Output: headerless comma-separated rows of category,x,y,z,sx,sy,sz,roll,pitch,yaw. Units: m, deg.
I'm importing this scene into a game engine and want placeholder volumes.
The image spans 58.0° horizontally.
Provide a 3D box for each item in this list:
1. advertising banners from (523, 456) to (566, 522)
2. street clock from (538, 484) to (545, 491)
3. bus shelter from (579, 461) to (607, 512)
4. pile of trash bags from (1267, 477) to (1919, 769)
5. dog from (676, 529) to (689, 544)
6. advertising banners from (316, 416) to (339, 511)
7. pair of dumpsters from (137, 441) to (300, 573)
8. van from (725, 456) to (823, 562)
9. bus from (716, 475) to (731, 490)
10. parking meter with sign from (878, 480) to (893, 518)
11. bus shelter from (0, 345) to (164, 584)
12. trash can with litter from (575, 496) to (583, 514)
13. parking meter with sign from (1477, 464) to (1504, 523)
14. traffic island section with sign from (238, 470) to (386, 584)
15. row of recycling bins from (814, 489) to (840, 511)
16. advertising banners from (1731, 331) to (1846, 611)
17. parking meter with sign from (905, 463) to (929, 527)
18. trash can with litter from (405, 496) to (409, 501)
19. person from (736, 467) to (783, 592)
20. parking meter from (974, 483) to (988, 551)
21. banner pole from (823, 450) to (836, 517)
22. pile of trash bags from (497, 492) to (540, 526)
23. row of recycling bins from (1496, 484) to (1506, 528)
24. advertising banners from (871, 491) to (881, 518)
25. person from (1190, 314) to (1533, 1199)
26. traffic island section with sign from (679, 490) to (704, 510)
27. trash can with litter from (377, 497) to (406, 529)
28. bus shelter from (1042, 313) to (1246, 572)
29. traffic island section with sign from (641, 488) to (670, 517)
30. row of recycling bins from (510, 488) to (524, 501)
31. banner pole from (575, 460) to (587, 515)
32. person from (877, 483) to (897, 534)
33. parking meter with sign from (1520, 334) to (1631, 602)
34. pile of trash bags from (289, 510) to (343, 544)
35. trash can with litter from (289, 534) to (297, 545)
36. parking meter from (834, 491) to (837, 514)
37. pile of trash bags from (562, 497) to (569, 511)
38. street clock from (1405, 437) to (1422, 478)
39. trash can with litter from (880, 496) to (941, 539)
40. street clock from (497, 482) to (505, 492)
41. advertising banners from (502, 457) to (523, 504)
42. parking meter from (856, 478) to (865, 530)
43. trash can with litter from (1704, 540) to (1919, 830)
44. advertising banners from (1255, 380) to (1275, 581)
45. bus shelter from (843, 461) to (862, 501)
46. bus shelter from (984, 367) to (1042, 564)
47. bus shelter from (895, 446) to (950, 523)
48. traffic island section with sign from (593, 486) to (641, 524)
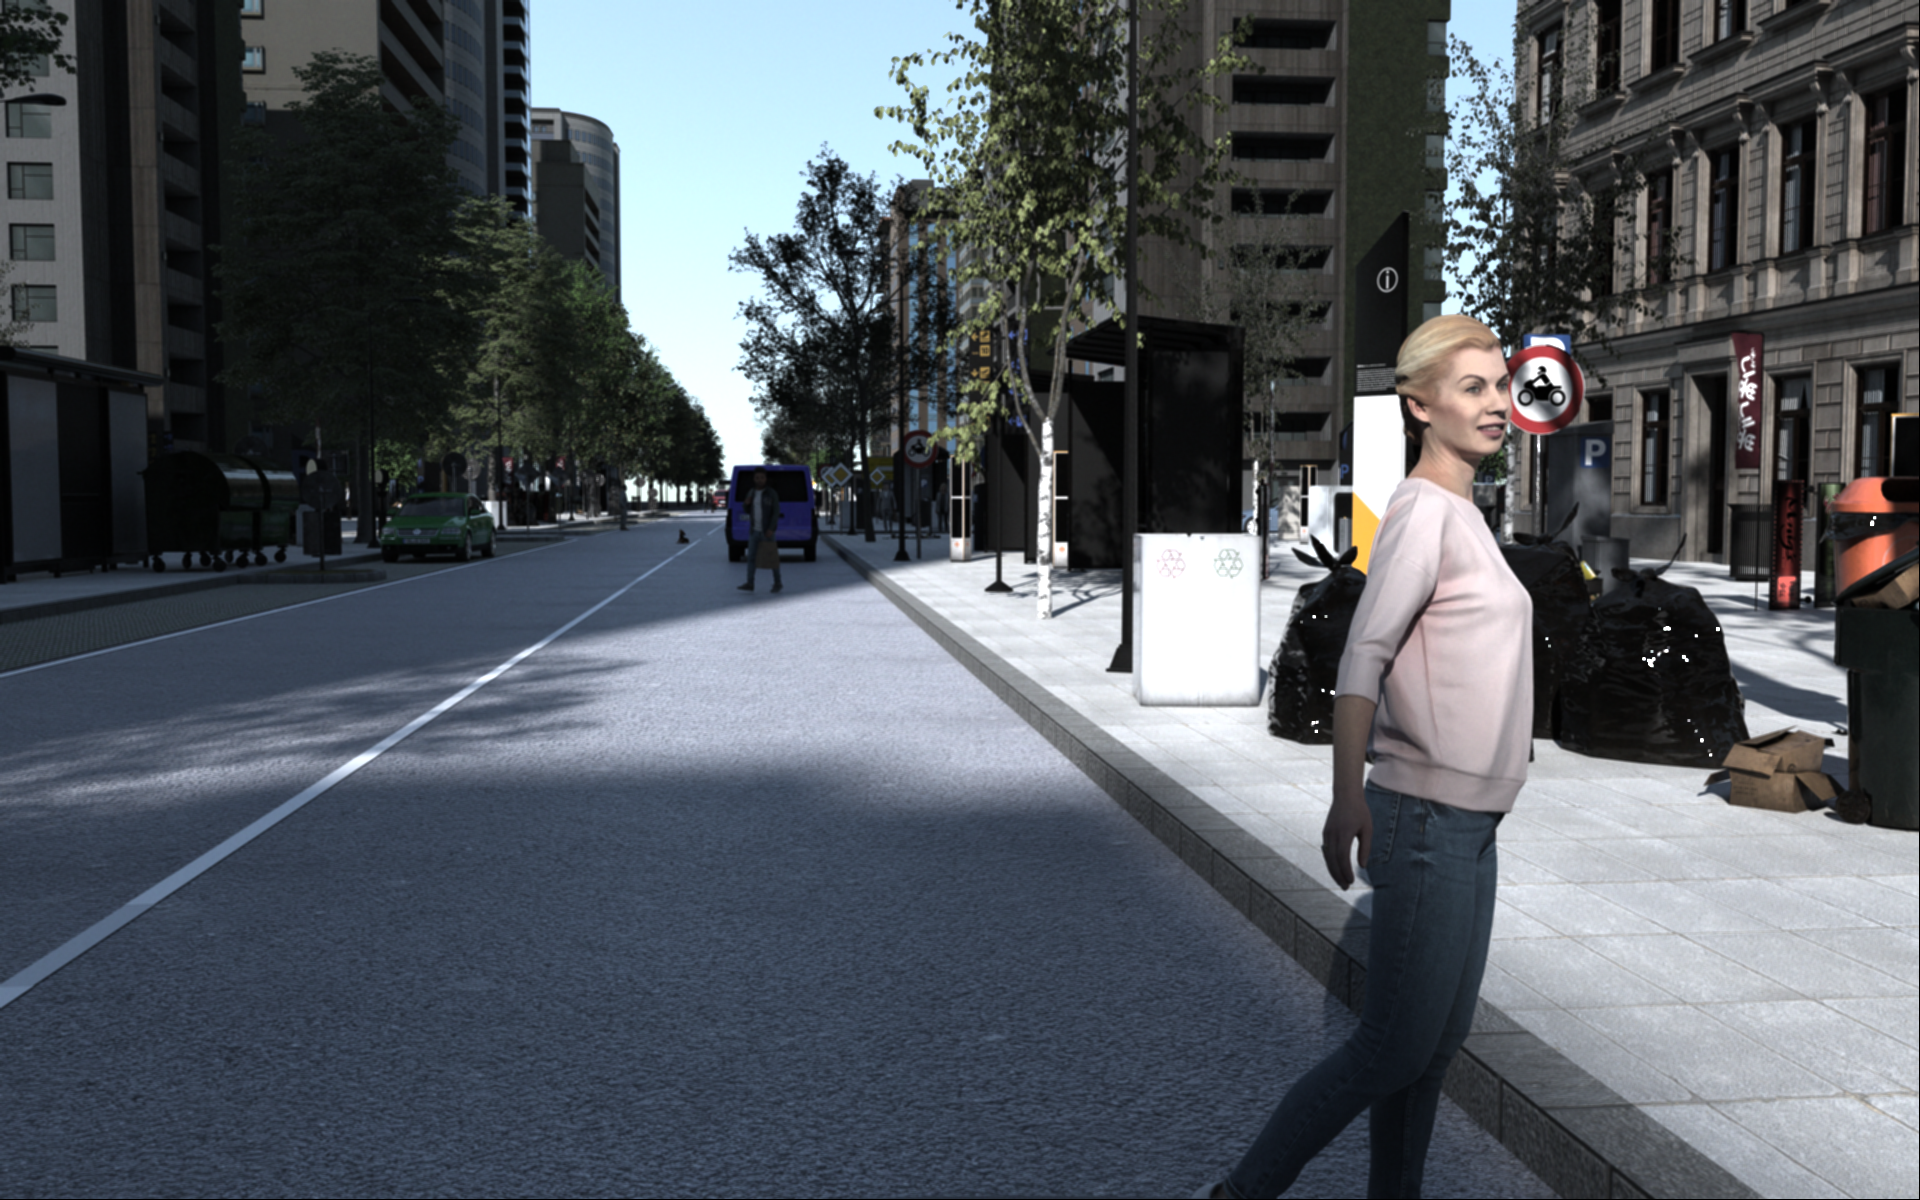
advertising banners,-19.263,-5.164,80.612,2.074,3.025,0.090,1,4,15
street clock,-29.149,-7.104,120.716,0.471,2.002,0.358,-2,4,-33
bus shelter,-26.467,-8.230,125.839,1.731,3.624,6.357,0,4,-6
pile of trash bags,3.394,0.053,8.894,3.447,1.369,1.912,0,4,-4
dog,-8.121,-1.845,50.366,0.550,0.427,0.748,1,4,13
advertising banners,-14.001,-2.576,38.306,0.090,3.025,2.074,-2,4,-31
pair of dumpsters,-12.898,-1.699,30.274,1.574,2.255,4.437,0,4,-6
van,-4.154,-2.088,38.517,2.240,2.365,5.245,0,4,-5
bus,-25.610,-12.211,194.516,2.948,3.499,13.247,0,4,-5
parking meter with sign,-3.746,-5.836,91.674,0.543,3.016,1.738,-3,4,-38
bus shelter,-14.509,-2.946,25.796,2.179,5.291,8.768,0,4,-6
trash can with litter,-28.582,-7.283,130.463,0.624,1.170,1.055,0,4,8
parking meter with sign,16.306,-3.517,53.767,0.543,3.016,1.738,0,4,3
traffic island section with sign,-10.545,-1.209,28.390,1.989,1.847,2.006,0,4,-6
row of recycling bins,-10.775,-7.647,132.135,3.534,1.692,1.069,-1,4,-10
advertising banners,9.168,-1.403,19.124,2.074,3.025,0.090,-2,4,-28
parking meter with sign,-1.582,-4.437,68.812,0.543,3.016,1.738,-2,4,-25
trash can with litter,-41.021,-7.121,127.488,1.678,1.210,2.233,-1,4,-20
person,-2.831,-1.010,24.994,0.794,1.824,0.713,3,5,44
parking meter,0.499,-1.880,39.157,0.372,1.533,0.369,0,3,0
banner pole,-7.329,-6.595,97.844,0.863,3.779,0.401,-3,4,-37
pile of trash bags,-18.307,-3.696,70.177,1.912,1.369,3.447,-2,4,-27
row of recycling bins,20.631,-3.631,66.473,1.069,1.692,3.534,-3,5,-39
advertising banners,-3.803,-6.164,96.962,2.074,3.025,0.090,-1,4,-17
person,0.682,0.378,2.985,0.598,1.740,0.731,1,4,13
traffic island section with sign,-24.990,-9.266,160.123,1.989,1.847,2.006,0,4,-6
trash can with litter,-19.857,-3.004,60.502,1.055,1.170,0.624,0,4,7
bus shelter,2.614,-2.103,25.662,1.731,3.624,6.357,0,4,-6
traffic island section with sign,-19.542,-6.227,110.446,1.989,1.847,2.006,0,4,-6
row of recycling bins,-29.613,-6.642,115.705,3.534,1.692,1.069,3,5,42
banner pole,-23.423,-7.146,106.850,0.401,3.779,0.863,3,5,43
person,-2.512,-3.124,59.698,0.709,1.813,0.853,0,4,-3
parking meter with sign,6.476,-1.339,18.156,0.543,3.016,1.738,0,4,-6
pile of trash bags,-17.806,-2.164,45.129,3.447,1.369,1.912,0,4,-3
trash can with litter,-16.920,-1.957,43.392,1.055,1.170,0.624,-2,4,-33
parking meter,-8.022,-6.231,110.287,0.372,1.533,0.369,0,3,0
pile of trash bags,-30.321,-7.352,129.951,1.912,1.369,3.447,-1,4,-11
street clock,4.506,-0.769,17.142,0.471,2.002,0.358,-3,5,-41
trash can with litter,-1.428,-2.387,50.080,2.233,1.210,1.678,-3,4,-36
street clock,-27.069,-5.971,102.189,0.358,2.002,0.471,2,4,33
advertising banners,-20.557,-5.238,81.834,2.074,3.025,0.090,-1,4,-20
parking meter,-3.532,-3.474,62.508,0.399,1.863,0.255,2,4,26
trash can with litter,3.516,0.277,6.858,0.624,1.170,1.055,-3,5,-43
advertising banners,4.614,-1.829,26.091,0.090,3.025,2.074,1,4,16
bus shelter,-6.513,-7.081,109.697,2.014,3.302,5.546,0,4,-6
bus shelter,1.361,-2.666,34.872,1.731,3.624,6.357,0,4,-6
bus shelter,-1.541,-4.871,73.569,2.014,3.302,5.546,0,4,-6
traffic island section with sign,-16.570,-4.574,83.407,1.989,1.847,2.006,0,4,-6
